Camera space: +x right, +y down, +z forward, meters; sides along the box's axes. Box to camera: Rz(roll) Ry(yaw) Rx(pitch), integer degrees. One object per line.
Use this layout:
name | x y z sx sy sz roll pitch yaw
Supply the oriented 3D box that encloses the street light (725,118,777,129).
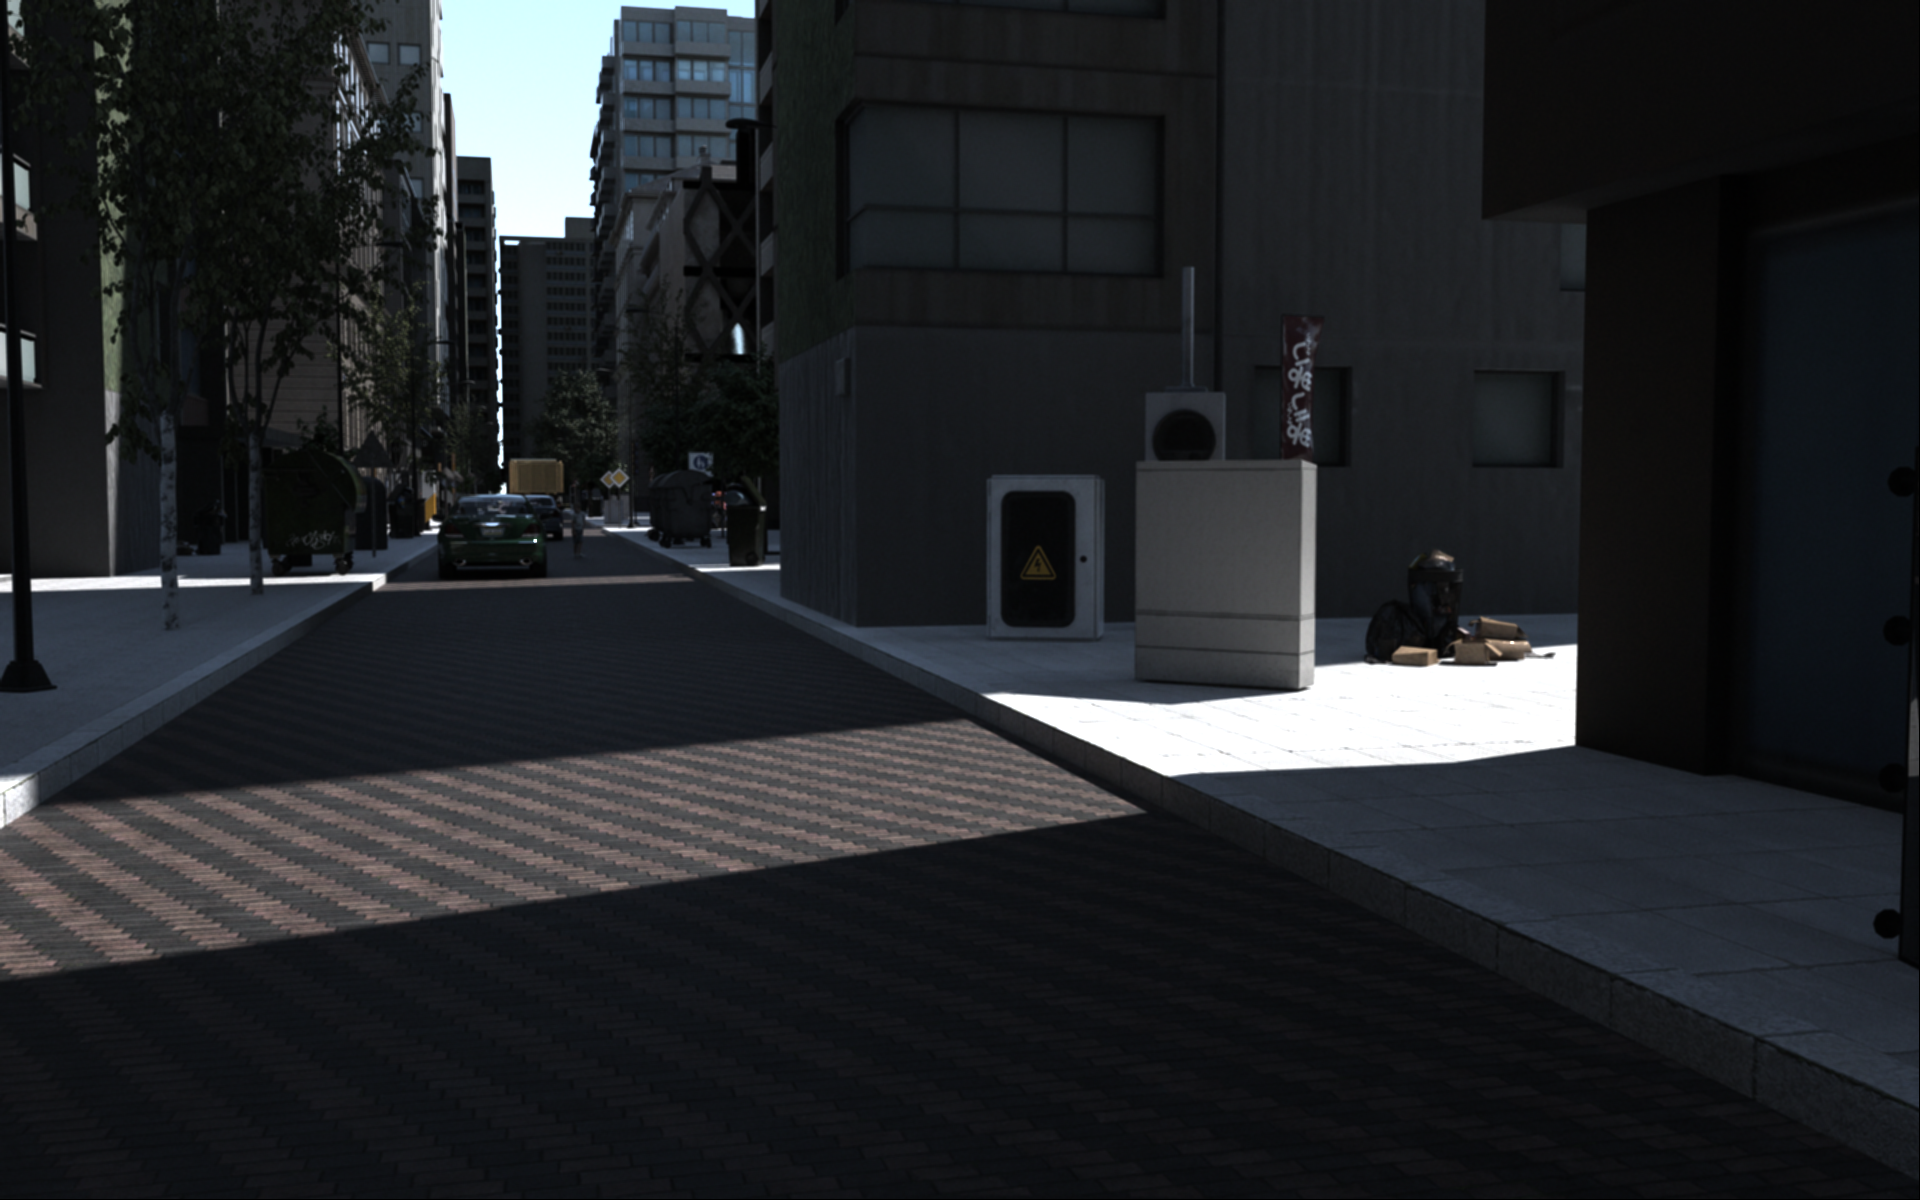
street light | -2.211 -3.006 21.694 1.470 5.913 1.316 -1 4 -14

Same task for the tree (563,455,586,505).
tree | -25.047 -8.352 120.265 4.285 4.588 4.351 0 3 0

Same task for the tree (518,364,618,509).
tree | -33.988 -14.408 152.573 9.611 12.733 9.660 0 3 0

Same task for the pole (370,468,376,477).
pole | -20.929 -4.156 61.795 0.158 3.312 0.155 0 3 0

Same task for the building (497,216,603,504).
building | -53.080 -33.878 245.789 23.993 40.220 32.217 -1 4 -14

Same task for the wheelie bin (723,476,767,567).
wheelie bin | -3.834 -1.404 30.860 0.693 1.594 0.980 0 4 5

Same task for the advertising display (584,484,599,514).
advertising display | -23.808 -6.529 111.961 0.974 1.923 0.123 1 4 12

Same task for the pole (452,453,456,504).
pole | -25.259 -5.666 86.490 0.158 3.312 0.155 0 3 0

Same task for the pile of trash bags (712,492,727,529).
pile of trash bags | -9.395 -3.327 64.143 1.912 1.369 3.447 1 4 12

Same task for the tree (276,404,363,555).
tree | -13.523 -2.602 37.141 1.663 3.219 1.824 0 3 0

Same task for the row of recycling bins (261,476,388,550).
row of recycling bins | -14.865 -2.043 40.518 3.534 1.692 1.069 2 4 24

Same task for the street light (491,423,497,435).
street light | -31.125 -8.583 112.869 1.470 5.913 1.316 -1 4 -14

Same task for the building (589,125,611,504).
building | -32.310 -33.691 205.466 22.147 44.769 28.867 -1 4 -14

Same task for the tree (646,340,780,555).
tree | -4.210 -3.263 37.065 4.285 4.588 4.351 0 3 0

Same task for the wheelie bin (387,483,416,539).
wheelie bin | -16.173 -2.585 50.170 0.693 1.594 0.980 -3 5 -40

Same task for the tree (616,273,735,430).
tree | -9.769 -6.640 58.925 4.737 8.622 4.395 0 3 0

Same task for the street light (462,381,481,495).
street light | -20.632 -6.034 71.196 1.470 5.913 1.316 -1 4 -14

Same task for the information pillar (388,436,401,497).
information pillar | -22.760 -4.794 69.732 0.504 3.616 0.183 0 4 -1

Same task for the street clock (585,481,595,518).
street clock | -19.989 -5.448 93.640 0.471 2.002 0.358 -2 4 -34

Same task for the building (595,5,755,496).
building | -25.274 -34.054 176.393 23.786 49.044 30.456 -1 4 -14

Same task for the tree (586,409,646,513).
tree | -8.362 -4.250 53.200 4.285 4.588 4.351 0 3 0

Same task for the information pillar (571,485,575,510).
information pillar | -32.022 -8.482 143.172 0.304 2.012 0.304 -1 4 -13

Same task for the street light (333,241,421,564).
street light | -10.801 -3.623 31.783 1.470 5.913 1.316 -1 4 -14

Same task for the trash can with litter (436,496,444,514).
trash can with litter | -24.570 -4.322 82.045 0.624 1.170 1.055 2 4 31

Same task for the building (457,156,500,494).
building | -73.728 -37.337 234.165 21.600 48.544 21.300 -1 4 -14

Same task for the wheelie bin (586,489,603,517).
wheelie bin | -20.808 -5.538 98.449 0.980 1.594 0.693 -2 4 -31

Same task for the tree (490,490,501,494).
tree | -56.768 -13.340 212.703 1.663 3.219 1.824 0 3 0

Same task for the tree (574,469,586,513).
tree | -25.046 -7.423 115.962 1.663 3.219 1.824 0 3 0

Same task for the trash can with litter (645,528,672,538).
trash can with litter | -8.584 -2.361 49.995 1.055 1.170 0.624 0 4 6

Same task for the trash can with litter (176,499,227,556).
trash can with litter | -15.967 -1.522 36.278 1.055 1.170 0.624 -3 5 -43

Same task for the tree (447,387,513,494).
tree | -33.214 -10.340 119.428 4.360 8.622 3.978 0 3 0

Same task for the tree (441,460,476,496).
tree | -30.294 -6.691 104.001 1.663 3.219 1.824 0 3 0

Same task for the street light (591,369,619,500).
street light | -12.834 -5.629 64.567 1.470 5.913 1.316 -1 4 -14

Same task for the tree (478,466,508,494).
tree | -53.132 -13.072 197.440 4.285 4.588 4.351 0 3 0

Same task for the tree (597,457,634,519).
tree | -17.889 -5.898 91.033 1.663 3.219 1.824 0 3 0

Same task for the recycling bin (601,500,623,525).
recycling bin | -14.667 -3.717 73.325 0.722 1.027 0.722 0 4 -4

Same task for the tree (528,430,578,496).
tree | -47.409 -16.456 203.459 7.601 10.594 8.767 -1 4 -22

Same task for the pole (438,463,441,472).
pole | -34.051 -7.309 113.345 0.158 3.312 0.155 0 3 0

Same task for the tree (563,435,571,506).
tree | -39.824 -13.844 176.714 4.360 8.622 3.978 0 3 0

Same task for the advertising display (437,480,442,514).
advertising display | -23.981 -4.560 79.772 0.123 1.923 0.974 -1 4 -22

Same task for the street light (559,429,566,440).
street light | -27.623 -9.242 123.654 1.470 5.913 1.316 -1 4 -14

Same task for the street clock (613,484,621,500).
street clock | -17.050 -4.999 86.299 0.358 2.002 0.471 -3 5 -42

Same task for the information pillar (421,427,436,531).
information pillar | -18.655 -4.244 60.741 0.504 3.616 0.183 1 4 10

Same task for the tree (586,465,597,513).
tree | -21.999 -6.933 107.952 1.663 3.219 1.824 0 3 0

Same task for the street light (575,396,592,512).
street light | -17.309 -6.697 82.044 1.470 5.913 1.316 -1 4 -14

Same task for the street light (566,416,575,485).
street light | -22.431 -7.967 102.802 1.470 5.913 1.316 -1 4 -14

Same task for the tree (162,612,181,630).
tree | -7.365 -4.038 16.380 4.737 8.622 4.395 0 3 0

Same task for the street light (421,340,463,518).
street light | -15.946 -4.882 52.355 1.470 5.913 1.316 -1 4 -14

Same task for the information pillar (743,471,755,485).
information pillar | -5.563 -2.527 45.801 0.304 2.012 0.304 -1 4 -9

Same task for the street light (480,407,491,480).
street light | -25.857 -7.304 91.964 1.470 5.913 1.316 -1 4 -14

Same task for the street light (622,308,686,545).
street light | -7.638 -4.336 43.440 1.470 5.913 1.316 -1 4 -14

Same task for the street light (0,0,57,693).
street light | -5.592 -2.369 11.278 1.470 5.913 1.316 -1 4 -14

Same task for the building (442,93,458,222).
building | -61.887 -32.915 188.276 14.600 45.320 14.200 -1 4 -14
